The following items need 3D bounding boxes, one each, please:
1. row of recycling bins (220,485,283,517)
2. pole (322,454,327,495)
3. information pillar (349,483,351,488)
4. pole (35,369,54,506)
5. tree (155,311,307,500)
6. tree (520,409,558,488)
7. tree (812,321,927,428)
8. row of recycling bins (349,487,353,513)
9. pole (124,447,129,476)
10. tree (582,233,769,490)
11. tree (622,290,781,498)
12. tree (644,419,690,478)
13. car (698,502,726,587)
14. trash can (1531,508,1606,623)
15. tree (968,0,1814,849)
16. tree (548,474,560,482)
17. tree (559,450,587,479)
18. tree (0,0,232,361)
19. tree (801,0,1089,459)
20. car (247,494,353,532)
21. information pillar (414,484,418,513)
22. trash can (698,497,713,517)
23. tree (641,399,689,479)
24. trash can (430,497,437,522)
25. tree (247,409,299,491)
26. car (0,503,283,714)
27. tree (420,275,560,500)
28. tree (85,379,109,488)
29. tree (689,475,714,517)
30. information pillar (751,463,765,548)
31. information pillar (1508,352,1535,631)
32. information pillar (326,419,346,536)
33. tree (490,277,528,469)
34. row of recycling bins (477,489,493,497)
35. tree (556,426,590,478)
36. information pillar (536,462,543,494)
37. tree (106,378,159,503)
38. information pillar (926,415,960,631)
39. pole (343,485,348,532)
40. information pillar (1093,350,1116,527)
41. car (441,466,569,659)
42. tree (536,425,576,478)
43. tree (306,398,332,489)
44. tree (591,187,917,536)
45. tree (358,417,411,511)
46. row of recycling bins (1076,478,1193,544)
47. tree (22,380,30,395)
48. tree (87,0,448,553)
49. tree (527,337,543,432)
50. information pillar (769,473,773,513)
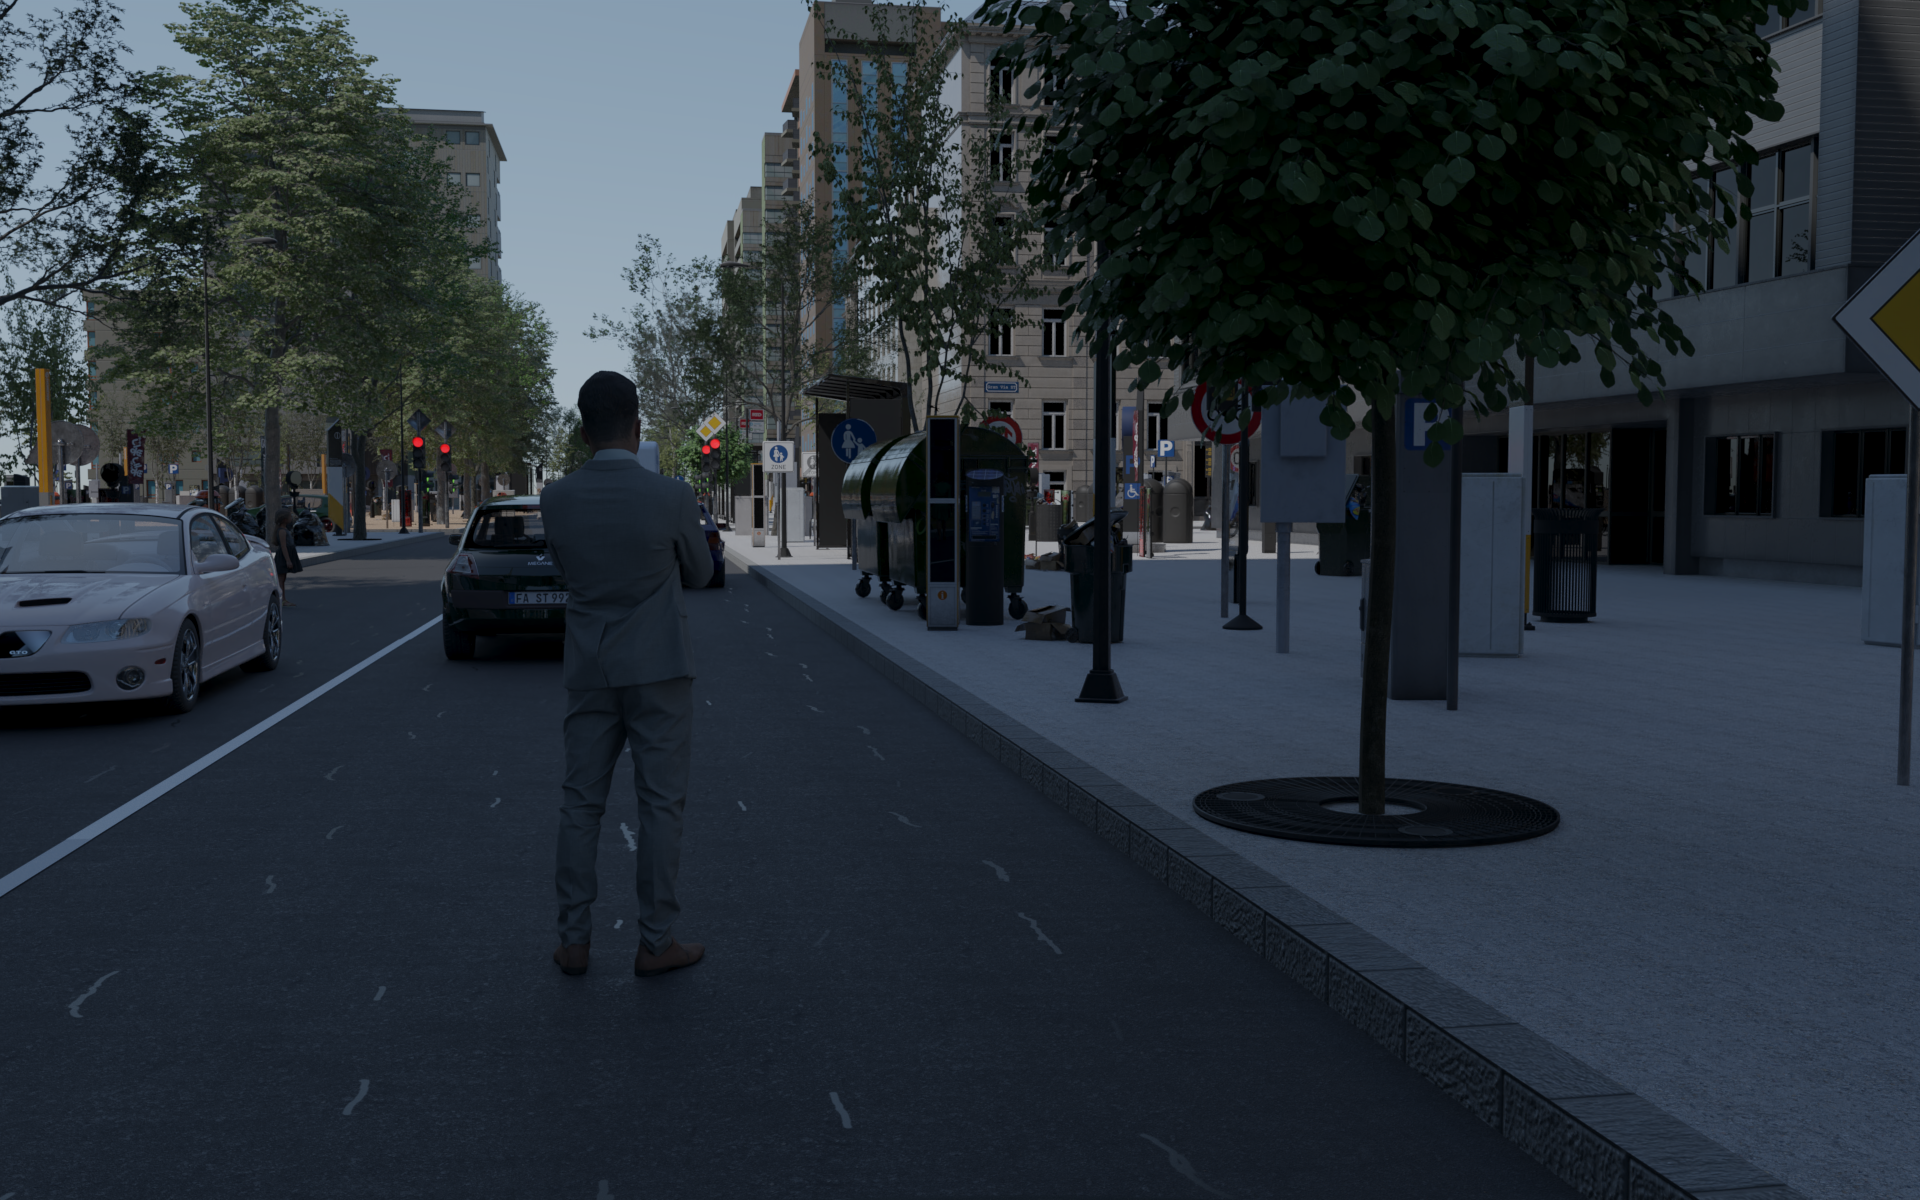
[{"bbox_3d":[-33.902,-4.610,82.487,3.534,1.692,1.069,1,4,11],"label":"row of recycling bins"},{"bbox_3d":[-32.635,-5.816,88.935,0.158,3.312,0.155,0,3,0],"label":"pole"},{"bbox_3d":[-38.857,-6.453,109.992,0.304,2.012,0.304,1,4,19],"label":"information pillar"},{"bbox_3d":[-14.949,-2.108,28.316,0.158,3.312,0.155,0,3,0],"label":"pole"},{"bbox_3d":[-29.157,-7.285,69.473,4.360,8.622,3.978,0,3,0],"label":"tree"},{"bbox_3d":[-36.421,-12.142,148.881,4.360,8.622,3.978,0,3,0],"label":"tree"},{"bbox_3d":[-3.632,-7.485,72.748,4.360,8.622,3.978,0,3,0],"label":"tree"},{"bbox_3d":[-36.606,-5.879,103.230,1.069,1.692,3.534,-1,4,-16],"label":"row of recycling bins"},{"bbox_3d":[-36.334,-4.999,75.582,0.158,3.312,0.155,0,3,0],"label":"pole"},{"bbox_3d":[-20.669,-16.577,126.928,12.611,20.169,13.585,0,3,0],"label":"tree"},{"bbox_3d":[-15.783,-11.863,104.330,12.009,13.543,11.850,0,3,0],"label":"tree"},{"bbox_3d":[-25.232,-12.316,151.729,4.737,8.622,4.395,0,3,0],"label":"tree"},{"bbox_3d":[-4.701,-0.929,27.768,1.945,1.354,3.894,-1,4,-11],"label":"car"},{"bbox_3d":[6.079,-0.351,17.395,0.748,1.137,0.748,0,3,0],"label":"trash can"},{"bbox_3d":[1.598,-1.410,6.775,4.285,4.588,4.351,0,3,0],"label":"tree"},{"bbox_3d":[-36.219,-9.761,154.197,1.663,3.219,1.824,0,3,0],"label":"tree"},{"bbox_3d":[-59.615,-21.992,276.570,9.611,12.733,9.660,0,3,0],"label":"tree"},{"bbox_3d":[-13.579,-5.427,23.151,7.601,10.594,8.767,-1,4,-23],"label":"tree"},{"bbox_3d":[-0.395,-4.520,24.268,4.737,8.622,4.395,0,3,0],"label":"tree"},{"bbox_3d":[-23.616,-3.132,60.997,4.222,1.686,2.009,-1,4,-10],"label":"car"},{"bbox_3d":[-37.760,-7.098,120.542,0.304,2.012,0.304,-3,4,-38],"label":"information pillar"},{"bbox_3d":[-12.333,-4.424,83.979,0.748,1.137,0.748,0,3,0],"label":"trash can"},{"bbox_3d":[-34.698,-17.641,206.563,7.486,12.596,7.792,0,3,0],"label":"tree"},{"bbox_3d":[-23.953,-4.142,79.378,0.748,1.137,0.748,0,3,0],"label":"trash can"},{"bbox_3d":[-51.431,-11.025,130.623,4.737,8.622,4.395,0,3,0],"label":"tree"},{"bbox_3d":[-6.231,-0.016,12.619,2.083,1.381,4.827,-1,4,-11],"label":"car"},{"bbox_3d":[-27.350,-11.813,99.798,9.857,13.997,8.962,0,3,0],"label":"tree"},{"bbox_3d":[-51.644,-9.535,106.263,4.360,8.622,3.978,0,3,0],"label":"tree"},{"bbox_3d":[-14.212,-6.149,95.140,1.663,3.219,1.824,0,3,0],"label":"tree"},{"bbox_3d":[-4.858,-2.273,41.658,0.304,2.012,0.304,-1,4,-14],"label":"information pillar"},{"bbox_3d":[5.315,-1.532,16.408,0.183,3.616,0.504,0,4,1],"label":"information pillar"},{"bbox_3d":[-19.075,-3.764,52.892,0.183,3.616,0.504,2,4,35],"label":"information pillar"},{"bbox_3d":[-22.212,-9.436,72.413,7.486,12.596,7.792,0,3,0],"label":"tree"},{"bbox_3d":[-35.963,-7.753,133.867,3.534,1.692,1.069,-1,4,-9],"label":"row of recycling bins"},{"bbox_3d":[-50.810,-18.199,231.964,7.601,10.594,8.767,-1,4,-11],"label":"tree"},{"bbox_3d":[-30.436,-8.204,125.495,0.504,3.616,0.183,-1,4,-18],"label":"information pillar"},{"bbox_3d":[-44.507,-8.930,96.376,4.360,8.622,3.978,0,3,0],"label":"tree"},{"bbox_3d":[-0.157,-0.723,16.311,0.304,2.012,0.304,0,4,3],"label":"information pillar"},{"bbox_3d":[-20.410,-3.890,57.451,0.158,3.312,0.155,0,3,0],"label":"pole"},{"bbox_3d":[2.155,-2.103,25.743,0.183,3.616,0.504,-2,4,-30],"label":"information pillar"},{"bbox_3d":[-3.894,-0.413,16.532,2.009,1.686,4.222,-1,4,-10],"label":"car"},{"bbox_3d":[-41.624,-13.925,178.032,4.737,8.622,4.395,0,3,0],"label":"tree"},{"bbox_3d":[-40.008,-9.561,106.688,4.360,8.622,3.978,0,3,0],"label":"tree"},{"bbox_3d":[-5.363,-7.233,52.674,7.601,10.594,8.767,2,4,27],"label":"tree"},{"bbox_3d":[-43.927,-11.149,132.644,4.360,8.622,3.978,0,3,0],"label":"tree"},{"bbox_3d":[4.761,-2.386,46.121,1.069,1.692,3.534,-3,5,-41],"label":"row of recycling bins"},{"bbox_3d":[-40.776,-7.381,71.040,4.360,8.622,3.978,0,3,0],"label":"tree"},{"bbox_3d":[-14.722,-7.329,37.962,7.486,12.596,7.792,0,3,0],"label":"tree"},{"bbox_3d":[-24.962,-10.448,88.954,7.486,12.596,7.792,0,3,0],"label":"tree"},{"bbox_3d":[-12.630,-7.610,115.770,0.183,3.616,0.504,1,4,17],"label":"information pillar"}]
